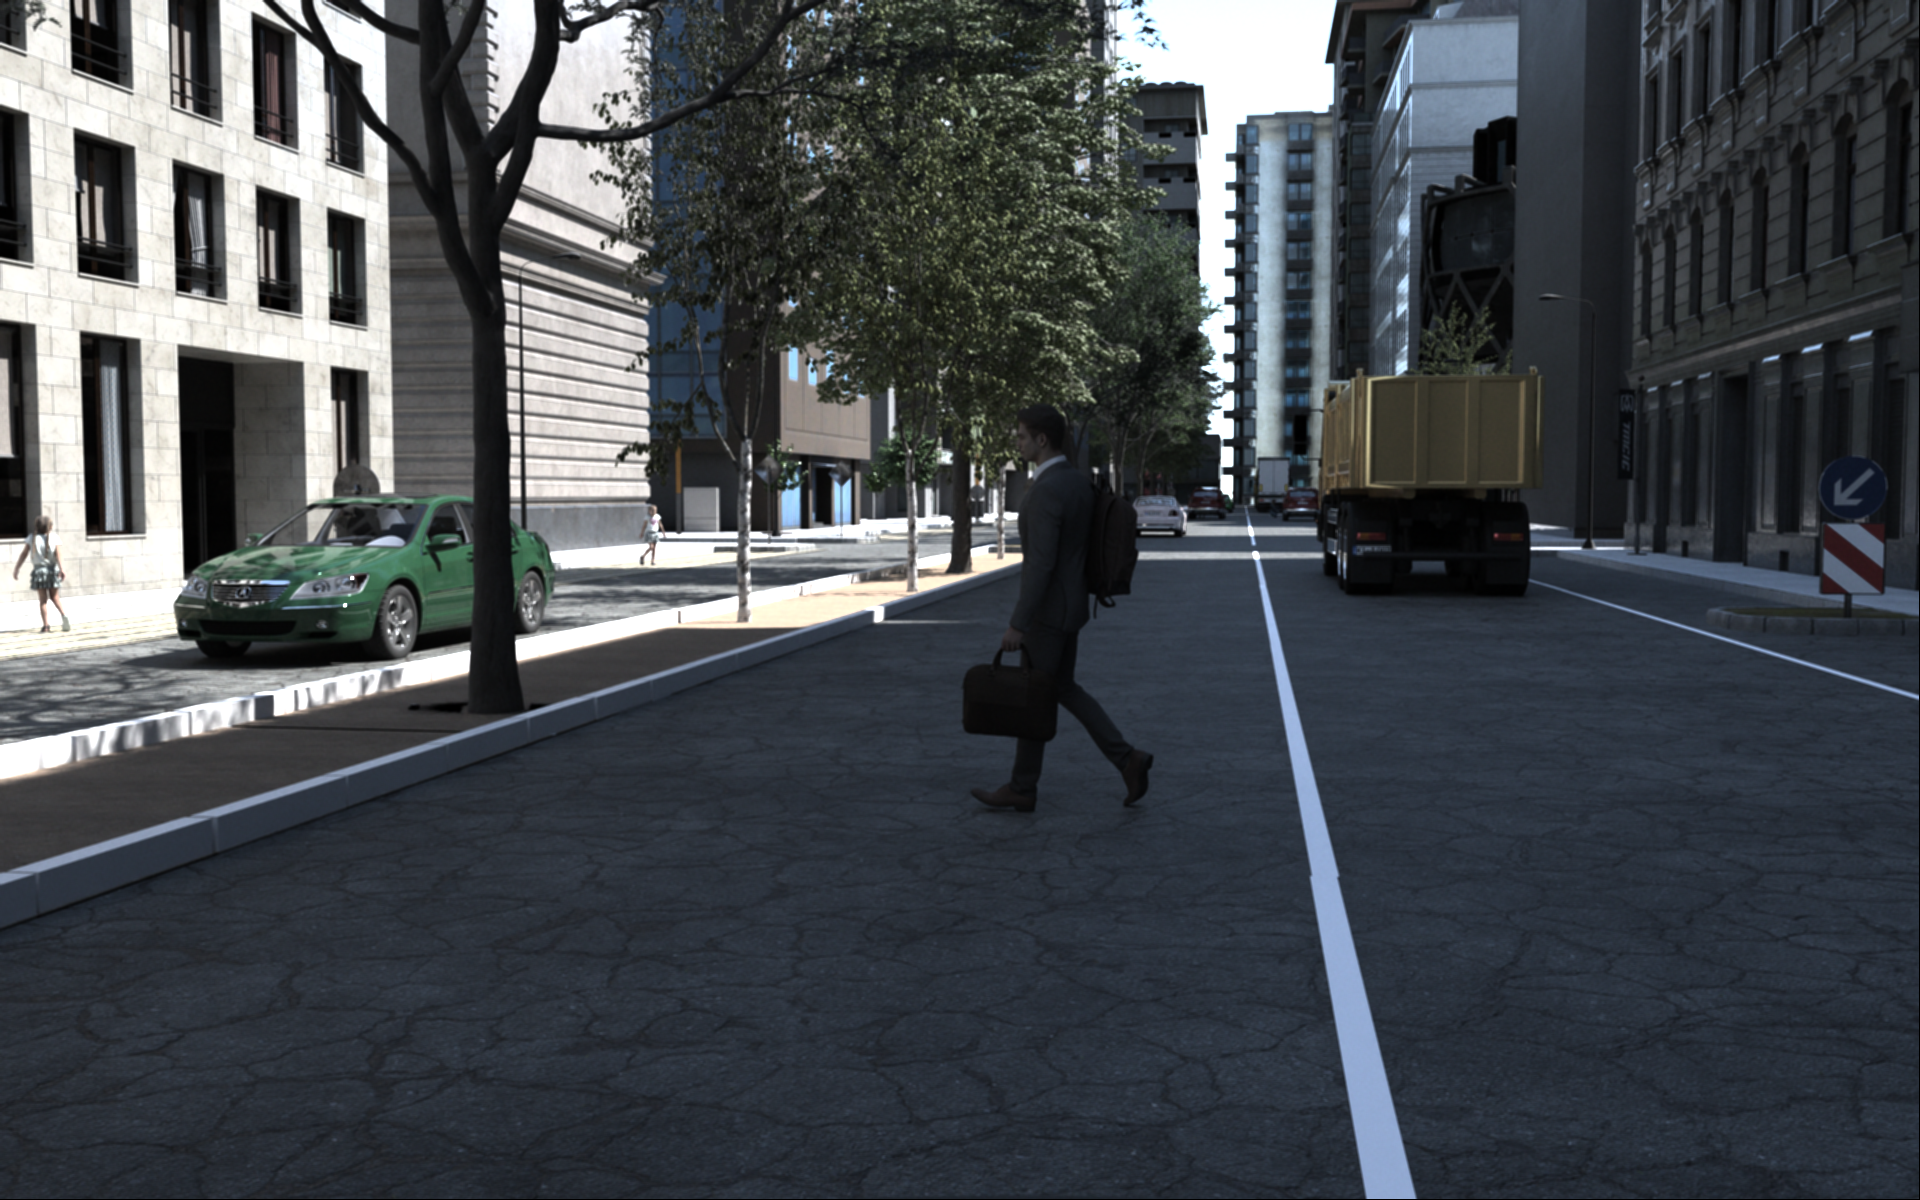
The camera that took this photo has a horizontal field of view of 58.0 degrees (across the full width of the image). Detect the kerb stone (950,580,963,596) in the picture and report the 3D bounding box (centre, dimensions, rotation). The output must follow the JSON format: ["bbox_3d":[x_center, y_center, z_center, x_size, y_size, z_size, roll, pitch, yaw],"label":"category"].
[{"bbox_3d":[-0.128,-0.145,24.600,0.120,0.150,1.000,1,4,9],"label":"kerb stone"}]

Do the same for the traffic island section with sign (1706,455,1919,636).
[{"bbox_3d":[9.185,-0.608,18.572,1.989,1.847,2.006,1,4,9],"label":"traffic island section with sign"}]

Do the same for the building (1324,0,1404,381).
[{"bbox_3d":[53.048,-36.184,180.844,28.713,52.752,27.495,1,4,9],"label":"building"}]

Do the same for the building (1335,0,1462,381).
[{"bbox_3d":[44.997,-30.503,153.347,22.147,44.769,28.867,1,4,9],"label":"building"}]

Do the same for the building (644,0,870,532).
[{"bbox_3d":[-11.677,-25.372,64.943,14.600,45.320,14.200,1,4,9],"label":"building"}]

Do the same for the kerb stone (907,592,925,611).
[{"bbox_3d":[-0.622,0.038,21.568,0.120,0.150,1.000,1,4,9],"label":"kerb stone"}]

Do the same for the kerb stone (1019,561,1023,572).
[{"bbox_3d":[1.030,-0.580,31.686,0.120,0.150,1.000,1,4,9],"label":"kerb stone"}]

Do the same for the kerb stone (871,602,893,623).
[{"bbox_3d":[-0.948,0.162,19.542,0.120,0.150,1.000,1,4,9],"label":"kerb stone"}]

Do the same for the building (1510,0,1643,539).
[{"bbox_3d":[30.197,-15.821,52.177,24.014,27.812,14.314,1,4,9],"label":"building"}]

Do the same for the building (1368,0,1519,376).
[{"bbox_3d":[31.796,-20.130,106.618,11.434,29.767,29.804,1,4,9],"label":"building"}]

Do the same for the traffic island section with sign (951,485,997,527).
[{"bbox_3d":[0.741,-4.112,75.863,1.989,1.847,2.006,1,4,9],"label":"traffic island section with sign"}]

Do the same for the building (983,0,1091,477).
[{"bbox_3d":[3.595,-30.477,148.410,14.600,45.320,14.200,1,4,9],"label":"building"}]

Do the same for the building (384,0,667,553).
[{"bbox_3d":[-17.785,-12.950,40.605,19.941,23.489,11.050,1,4,9],"label":"building"}]

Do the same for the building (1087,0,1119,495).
[{"bbox_3d":[6.499,-46.025,190.757,20.611,71.187,20.563,1,4,9],"label":"building"}]

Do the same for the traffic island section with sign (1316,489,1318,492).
[{"bbox_3d":[30.522,-8.597,149.181,1.989,1.847,2.006,1,4,9],"label":"traffic island section with sign"}]

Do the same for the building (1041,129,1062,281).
[{"bbox_3d":[0.130,-22.165,134.091,14.160,30.474,14.107,1,4,9],"label":"building"}]

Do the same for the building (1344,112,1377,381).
[{"bbox_3d":[36.717,-22.117,133.315,14.160,30.474,14.107,1,4,9],"label":"building"}]

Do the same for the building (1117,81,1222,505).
[{"bbox_3d":[19.864,-38.774,223.199,27.495,52.752,28.713,1,4,9],"label":"building"}]

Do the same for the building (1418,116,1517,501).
[{"bbox_3d":[30.735,-13.217,83.555,16.820,18.784,16.811,1,4,9],"label":"building"}]

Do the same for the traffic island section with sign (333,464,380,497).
[{"bbox_3d":[-8.020,-0.833,22.245,1.989,1.847,2.006,1,4,9],"label":"traffic island section with sign"}]

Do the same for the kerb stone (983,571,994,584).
[{"bbox_3d":[0.370,-0.333,27.634,0.120,0.150,1.000,1,4,9],"label":"kerb stone"}]

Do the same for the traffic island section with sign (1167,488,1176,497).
[{"bbox_3d":[15.128,-7.109,124.375,2.006,1.907,1.989,1,4,9],"label":"traffic island section with sign"}]

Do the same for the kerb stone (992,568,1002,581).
[{"bbox_3d":[0.530,-0.394,28.643,0.120,0.150,1.000,1,4,9],"label":"kerb stone"}]

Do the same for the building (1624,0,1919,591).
[{"bbox_3d":[18.716,-11.082,30.337,9.793,20.994,18.267,1,4,9],"label":"building"}]

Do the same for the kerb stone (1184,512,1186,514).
[{"bbox_3d":[15.989,-6.182,123.276,0.120,0.150,1.000,1,4,9],"label":"kerb stone"}]

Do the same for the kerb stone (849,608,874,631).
[{"bbox_3d":[-1.110,0.225,18.524,0.120,0.150,1.000,1,4,9],"label":"kerb stone"}]

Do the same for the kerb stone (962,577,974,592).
[{"bbox_3d":[0.040,-0.207,25.609,0.120,0.150,1.000,1,4,9],"label":"kerb stone"}]

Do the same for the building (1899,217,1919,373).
[{"bbox_3d":[16.497,-11.442,6.150,14.314,24.678,30.058,1,4,9],"label":"building"}]

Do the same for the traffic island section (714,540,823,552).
[{"bbox_3d":[-4.841,-1.313,43.752,2.009,0.180,2.903,1,4,9],"label":"traffic island section"}]

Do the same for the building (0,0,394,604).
[{"bbox_3d":[-16.117,-10.201,21.541,10.420,20.320,16.860,1,4,9],"label":"building"}]

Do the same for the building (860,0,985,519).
[{"bbox_3d":[-6.614,-25.100,93.976,14.154,41.232,14.086,1,4,9],"label":"building"}]

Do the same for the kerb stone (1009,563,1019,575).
[{"bbox_3d":[0.875,-0.518,30.667,0.120,0.150,1.000,1,4,9],"label":"kerb stone"}]

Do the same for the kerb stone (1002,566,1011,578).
[{"bbox_3d":[0.703,-0.456,29.650,0.120,0.150,1.000,1,4,9],"label":"kerb stone"}]

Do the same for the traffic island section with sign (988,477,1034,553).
[{"bbox_3d":[1.817,-2.127,42.906,2.006,1.907,1.989,1,4,9],"label":"traffic island section with sign"}]

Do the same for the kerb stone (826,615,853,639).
[{"bbox_3d":[-1.282,0.288,17.517,0.120,0.150,1.000,1,4,9],"label":"kerb stone"}]

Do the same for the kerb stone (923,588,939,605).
[{"bbox_3d":[-0.457,-0.023,22.576,0.120,0.150,1.000,1,4,9],"label":"kerb stone"}]

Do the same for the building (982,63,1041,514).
[{"bbox_3d":[-2.619,-21.058,116.001,14.160,30.474,14.107,1,4,9],"label":"building"}]

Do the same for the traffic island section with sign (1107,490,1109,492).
[{"bbox_3d":[13.272,-8.800,152.511,1.989,1.847,2.006,1,4,9],"label":"traffic island section with sign"}]

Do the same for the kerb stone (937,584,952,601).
[{"bbox_3d":[-0.285,-0.085,23.584,0.120,0.150,1.000,1,4,9],"label":"kerb stone"}]

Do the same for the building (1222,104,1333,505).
[{"bbox_3d":[48.184,-36.421,215.086,30.456,49.044,23.786,1,4,9],"label":"building"}]

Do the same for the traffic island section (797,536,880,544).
[{"bbox_3d":[-3.553,-1.795,51.633,2.009,0.180,2.903,1,4,9],"label":"traffic island section"}]

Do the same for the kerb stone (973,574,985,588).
[{"bbox_3d":[0.208,-0.271,26.625,0.120,0.150,1.000,1,4,9],"label":"kerb stone"}]

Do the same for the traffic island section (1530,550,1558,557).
[{"bbox_3d":[12.816,-1.137,40.873,2.009,0.180,2.903,1,4,9],"label":"traffic island section"}]

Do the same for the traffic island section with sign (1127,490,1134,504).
[{"bbox_3d":[17.795,-10.495,180.214,1.989,1.847,2.006,1,4,9],"label":"traffic island section with sign"}]

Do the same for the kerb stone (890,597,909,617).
[{"bbox_3d":[-0.789,0.100,20.558,0.120,0.150,1.000,1,4,9],"label":"kerb stone"}]
